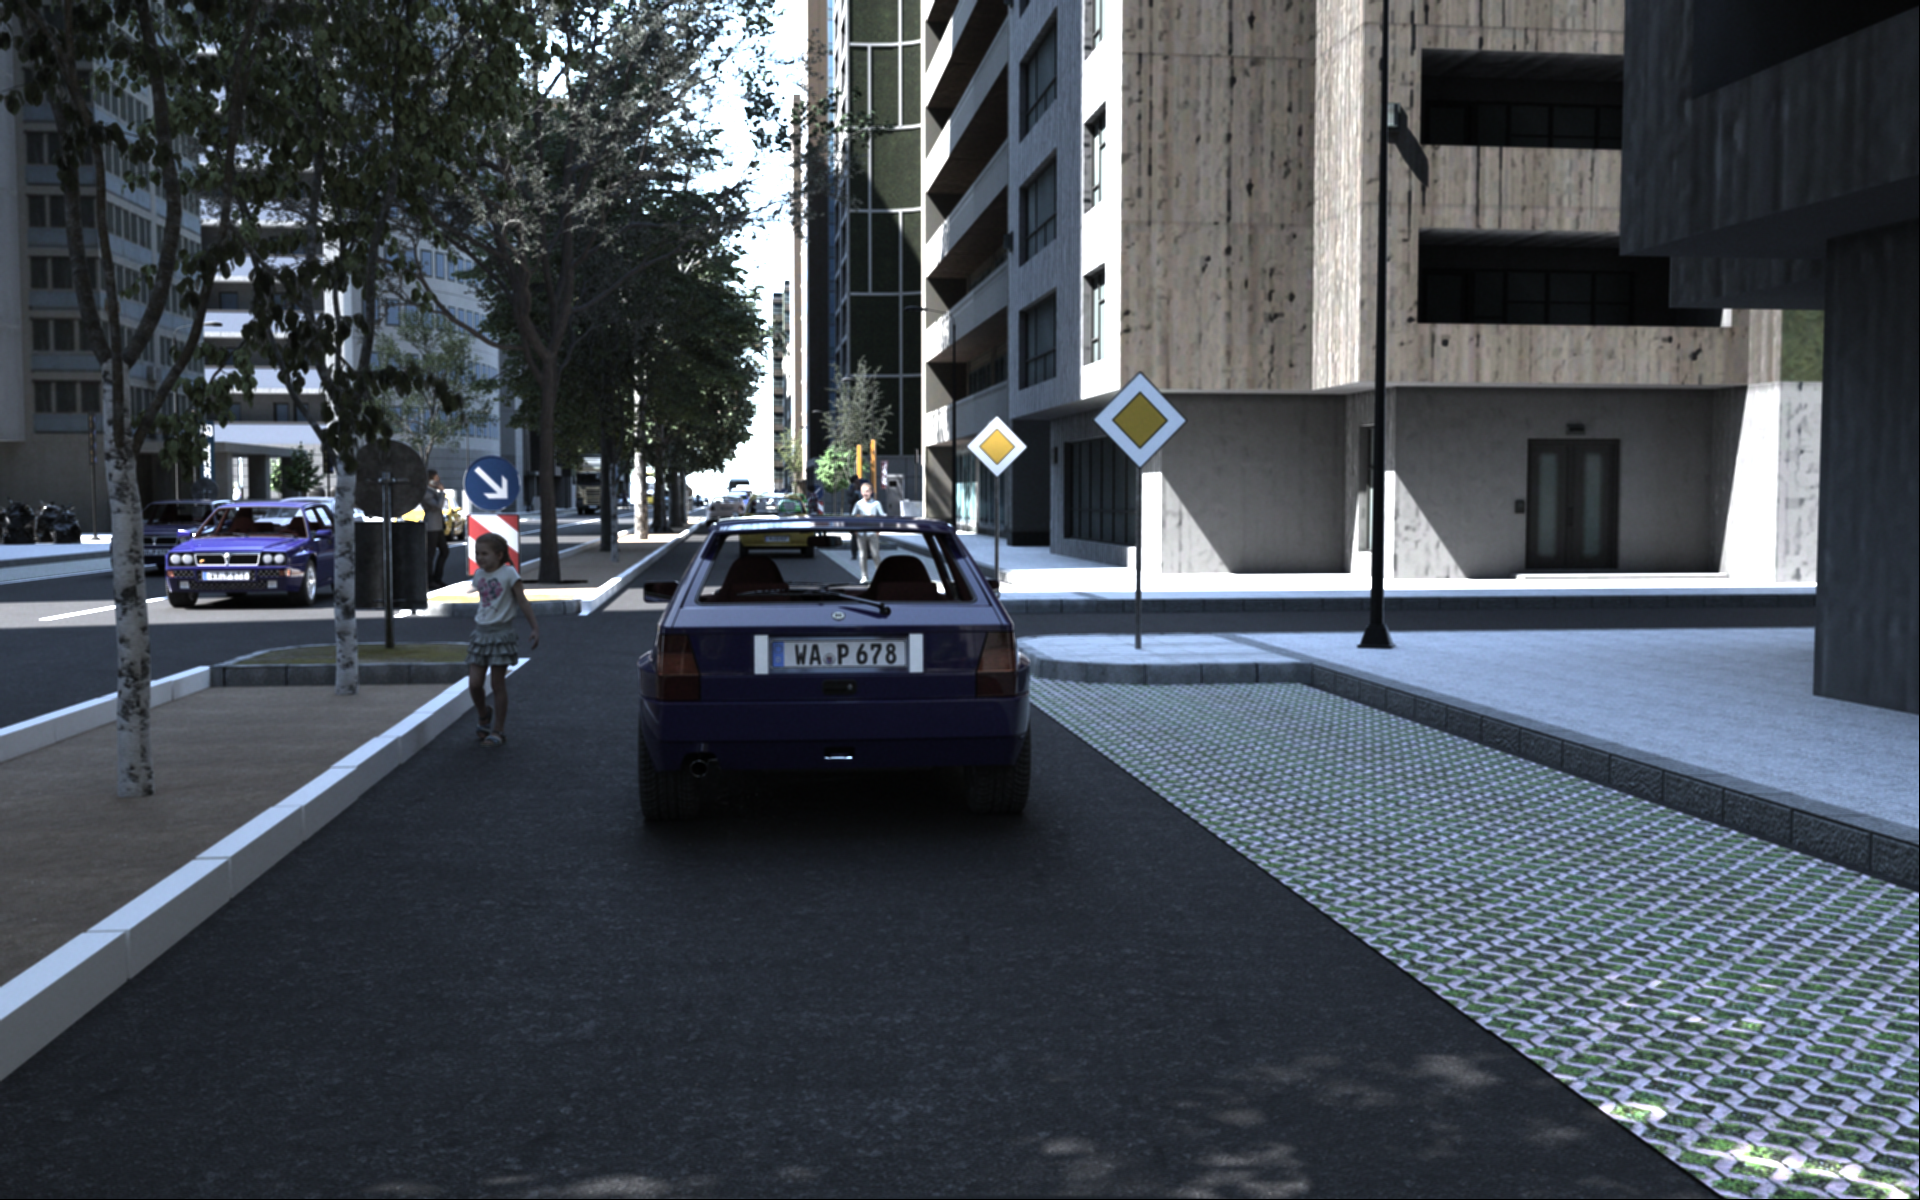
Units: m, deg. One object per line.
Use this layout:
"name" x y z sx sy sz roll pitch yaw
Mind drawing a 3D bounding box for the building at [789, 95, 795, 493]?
"building" -11.615 -33.086 191.072 14.600 45.320 14.200 0 4 -7

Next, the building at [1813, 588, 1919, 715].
"building" 11.089 -14.445 7.874 14.160 30.474 14.107 0 4 -7

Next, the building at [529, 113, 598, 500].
"building" -50.883 -32.746 190.017 22.147 44.769 28.867 0 4 -7

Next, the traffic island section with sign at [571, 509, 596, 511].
"traffic island section with sign" -31.769 -8.418 146.269 1.989 1.847 2.006 0 4 -7

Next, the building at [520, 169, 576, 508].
"building" -41.844 -23.308 152.789 14.160 30.474 14.107 0 4 -7

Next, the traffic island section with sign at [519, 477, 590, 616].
"traffic island section with sign" -5.621 -0.799 21.196 2.006 1.907 1.989 0 4 -7

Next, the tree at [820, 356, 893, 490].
"tree" -5.697 -8.705 92.687 4.360 8.622 3.978 0 3 0

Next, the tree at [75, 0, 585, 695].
"tree" -4.435 -3.638 12.308 4.737 8.622 4.395 0 3 0

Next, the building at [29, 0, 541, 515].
"building" -48.439 -26.916 131.955 32.217 40.220 23.993 0 4 -7

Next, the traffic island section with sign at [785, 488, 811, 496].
"traffic island section with sign" -6.106 -3.859 71.730 1.989 1.847 2.006 0 4 -7

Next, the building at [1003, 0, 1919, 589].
"building" 8.723 -15.836 30.613 14.107 30.474 14.160 0 4 -7

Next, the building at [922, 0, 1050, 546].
"building" 10.530 -26.242 52.767 21.300 48.544 21.600 0 4 -7

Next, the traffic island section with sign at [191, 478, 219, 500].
"traffic island section with sign" -18.592 -2.066 42.401 1.989 1.847 2.006 0 4 -7

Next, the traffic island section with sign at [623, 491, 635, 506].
"traffic island section with sign" -38.672 -11.750 200.733 1.989 1.847 2.006 0 4 -7

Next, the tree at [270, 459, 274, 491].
"tree" -32.165 -5.362 82.263 1.663 3.219 1.824 0 3 0

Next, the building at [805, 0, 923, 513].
"building" -0.130 -41.637 119.011 20.563 71.187 20.611 0 4 -7

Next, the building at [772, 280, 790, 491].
"building" -19.872 -29.131 247.991 14.160 30.474 14.107 0 4 -7

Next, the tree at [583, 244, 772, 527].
"tree" -12.239 -10.088 74.050 9.857 13.997 8.962 0 3 0

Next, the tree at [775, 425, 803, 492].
"tree" -17.089 -14.039 179.900 4.737 8.622 4.395 0 3 0

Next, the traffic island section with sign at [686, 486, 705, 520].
"traffic island section with sign" -15.084 -5.358 95.739 2.006 1.907 1.989 0 4 -7

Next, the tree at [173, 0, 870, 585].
"tree" -6.620 -7.011 27.453 12.009 13.543 11.850 0 3 0

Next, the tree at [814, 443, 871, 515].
"tree" -7.025 -7.345 103.811 4.285 4.588 4.351 0 3 0

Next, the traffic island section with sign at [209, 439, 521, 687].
"traffic island section with sign" -4.699 -0.349 13.847 2.006 1.907 1.989 0 4 -7

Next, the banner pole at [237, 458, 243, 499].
"banner pole" -35.289 -5.803 84.894 0.401 3.779 0.863 -3 4 -38

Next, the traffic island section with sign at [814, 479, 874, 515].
"traffic island section with sign" -2.718 -2.224 44.988 1.989 1.847 2.006 0 4 -7

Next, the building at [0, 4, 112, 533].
"building" -40.987 -22.494 59.659 32.217 40.220 23.993 0 4 -7

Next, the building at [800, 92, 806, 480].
"building" -3.312 -30.859 159.169 22.147 44.769 28.867 0 4 -7

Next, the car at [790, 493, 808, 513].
"car" -10.422 -6.069 108.032 1.959 1.807 4.718 -1 4 -9

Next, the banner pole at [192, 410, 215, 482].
"banner pole" -22.662 -3.780 51.815 0.863 3.779 0.401 0 4 6

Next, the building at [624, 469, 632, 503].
"building" -52.379 -28.355 235.300 14.160 30.474 14.107 0 4 -7

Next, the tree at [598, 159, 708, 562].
"tree" -7.200 -5.079 35.864 4.360 8.622 3.978 0 3 0

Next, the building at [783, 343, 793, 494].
"building" -7.630 -22.565 213.983 27.650 21.520 28.899 0 4 -7

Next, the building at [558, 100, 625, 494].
"building" -53.426 -36.163 214.968 21.300 48.544 21.600 0 4 -7

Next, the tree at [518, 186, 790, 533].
"tree" -11.086 -8.819 63.661 9.611 12.733 9.660 0 3 0

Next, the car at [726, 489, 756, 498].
"car" -15.261 -6.887 121.283 2.281 1.827 5.304 0 4 -7

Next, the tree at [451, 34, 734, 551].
"tree" -8.617 -7.454 42.453 7.486 12.596 7.792 0 3 0

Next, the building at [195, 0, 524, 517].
"building" -39.681 -34.510 106.241 21.231 58.520 28.212 0 4 -7

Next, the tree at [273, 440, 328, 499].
"tree" -23.548 -4.138 62.260 1.663 3.219 1.824 0 3 0

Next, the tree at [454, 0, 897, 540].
"tree" -8.565 -11.871 52.438 12.611 20.169 13.585 0 3 0

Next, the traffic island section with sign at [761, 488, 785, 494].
"traffic island section with sign" -15.820 -8.541 148.274 1.989 1.847 2.006 0 4 -7

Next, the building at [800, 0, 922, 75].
"building" -5.377 -29.793 137.226 14.600 45.320 14.200 0 4 -7

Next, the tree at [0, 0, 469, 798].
"tree" -3.854 -3.357 7.704 4.360 8.622 3.978 0 3 0

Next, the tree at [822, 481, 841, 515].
"tree" -8.068 -6.970 108.555 1.663 3.219 1.824 0 3 0

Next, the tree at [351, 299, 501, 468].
"tree" -26.137 -9.136 83.788 8.767 10.594 7.601 1 4 8

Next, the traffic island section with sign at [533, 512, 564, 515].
"traffic island section with sign" -28.371 -6.783 119.528 1.989 1.847 2.006 0 4 -7
